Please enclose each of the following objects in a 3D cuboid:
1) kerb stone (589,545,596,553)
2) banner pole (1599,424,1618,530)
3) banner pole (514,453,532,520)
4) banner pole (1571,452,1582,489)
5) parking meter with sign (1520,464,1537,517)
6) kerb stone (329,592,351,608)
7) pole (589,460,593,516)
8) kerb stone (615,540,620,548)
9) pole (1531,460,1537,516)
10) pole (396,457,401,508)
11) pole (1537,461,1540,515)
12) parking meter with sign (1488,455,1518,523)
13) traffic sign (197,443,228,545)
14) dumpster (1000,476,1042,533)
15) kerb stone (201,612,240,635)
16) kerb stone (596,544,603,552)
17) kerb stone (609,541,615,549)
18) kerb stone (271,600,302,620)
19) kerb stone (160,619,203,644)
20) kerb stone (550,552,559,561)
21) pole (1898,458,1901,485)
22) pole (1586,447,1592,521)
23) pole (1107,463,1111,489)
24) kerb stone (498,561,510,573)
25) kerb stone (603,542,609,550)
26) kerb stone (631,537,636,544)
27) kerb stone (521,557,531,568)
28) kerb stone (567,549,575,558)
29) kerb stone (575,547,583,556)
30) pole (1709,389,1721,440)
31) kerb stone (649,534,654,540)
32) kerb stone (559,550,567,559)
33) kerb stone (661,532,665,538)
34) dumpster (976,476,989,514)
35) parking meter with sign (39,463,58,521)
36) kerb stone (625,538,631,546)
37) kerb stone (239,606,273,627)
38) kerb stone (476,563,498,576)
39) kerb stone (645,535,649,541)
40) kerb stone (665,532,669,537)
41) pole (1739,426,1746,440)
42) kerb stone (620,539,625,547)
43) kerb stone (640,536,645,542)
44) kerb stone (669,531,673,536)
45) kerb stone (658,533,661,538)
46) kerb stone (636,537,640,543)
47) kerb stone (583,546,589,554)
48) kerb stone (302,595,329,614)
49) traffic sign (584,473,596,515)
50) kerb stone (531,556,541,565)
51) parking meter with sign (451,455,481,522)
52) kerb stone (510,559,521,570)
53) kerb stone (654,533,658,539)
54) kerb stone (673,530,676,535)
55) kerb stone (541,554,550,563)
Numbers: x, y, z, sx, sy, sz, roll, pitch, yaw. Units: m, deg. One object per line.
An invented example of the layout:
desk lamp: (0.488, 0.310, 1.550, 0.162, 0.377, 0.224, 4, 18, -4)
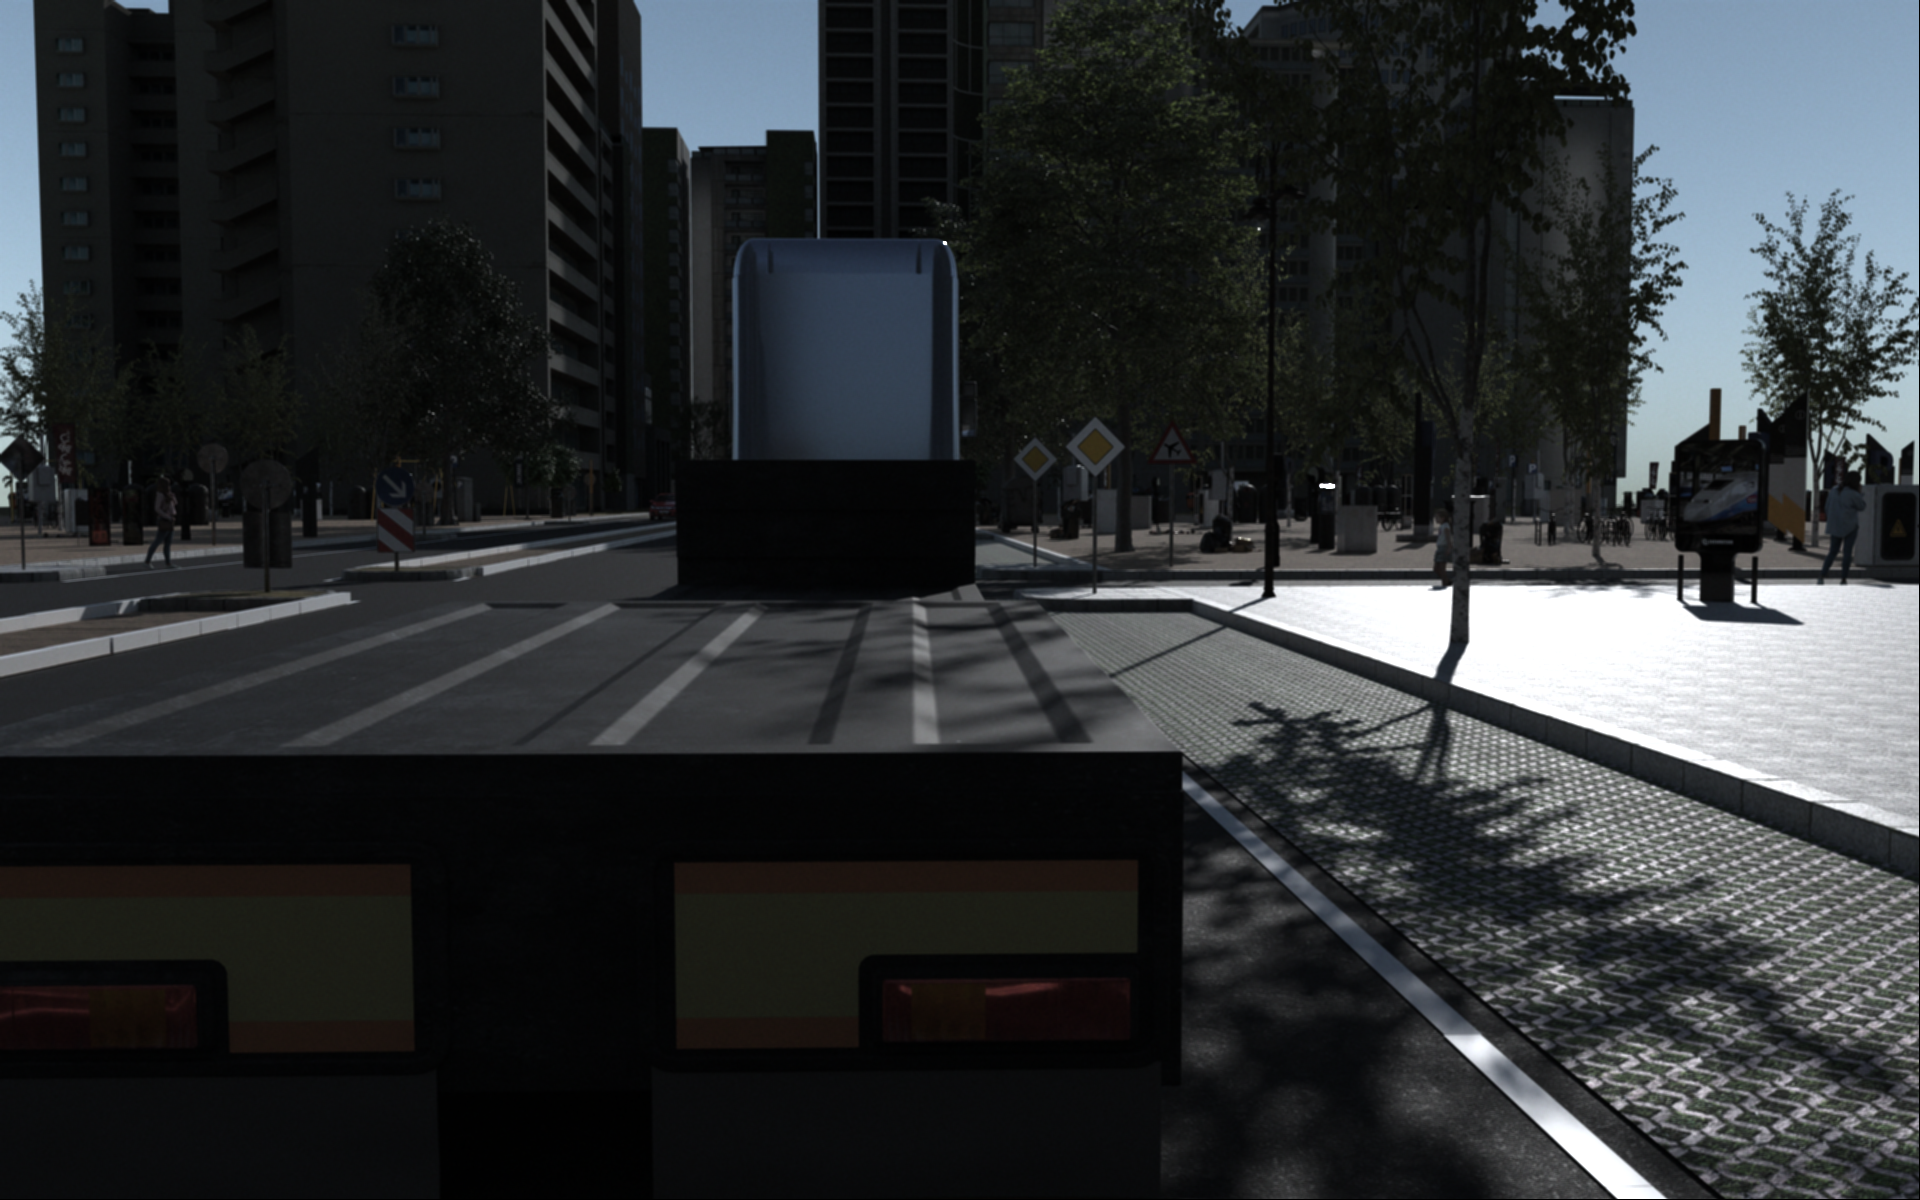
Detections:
kerb stone: (-9.054, -1.215, 42.137, 0.120, 0.150, 1.000, 0, 4, -3)
banner pole: (22.978, -4.380, 61.637, 0.863, 3.779, 0.401, 0, 4, -7)
banner pole: (-21.735, -5.874, 86.051, 0.863, 3.779, 0.401, -1, 4, -15)
banner pole: (36.552, -6.901, 102.849, 0.863, 3.779, 0.401, 0, 4, -6)
parking meter with sign: (32.688, -6.327, 99.705, 0.543, 3.016, 1.738, 0, 4, 3)
kerb stone: (-7.994, 0.006, 22.124, 0.120, 0.150, 1.000, 0, 4, -3)
pole: (-21.861, -6.659, 102.711, 0.158, 3.312, 0.155, 0, 3, 0)
kerb stone: (-9.272, -1.470, 46.226, 0.120, 0.150, 1.000, 0, 4, -3)
pole: (33.779, -6.630, 102.246, 0.158, 3.312, 0.155, 0, 3, 0)
pole: (-27.076, -5.486, 83.543, 0.158, 3.312, 0.155, 0, 3, 0)
pole: (35.503, -6.891, 106.507, 0.158, 3.312, 0.155, 0, 3, 0)
parking meter with sign: (23.624, -4.893, 76.254, 1.738, 3.016, 0.543, -1, 4, -18)
traffic sign: (-18.711, -2.647, 43.378, 0.768, 2.556, 0.104, 0, 4, -1)
dumpster: (2.025, -3.143, 57.147, 1.264, 1.857, 1.865, 0, 4, -3)
kerb stone: (-7.771, 0.255, 18.037, 0.120, 0.150, 1.000, 0, 4, -3)
kerb stone: (-9.098, -1.282, 43.161, 0.120, 0.150, 1.000, 0, 4, -3)
kerb stone: (-9.218, -1.407, 45.202, 0.120, 0.150, 1.000, 0, 4, -3)
kerb stone: (-7.881, 0.130, 20.078, 0.120, 0.150, 1.000, 0, 4, -3)
kerb stone: (-7.717, 0.317, 17.012, 0.120, 0.150, 1.000, 0, 4, -3)
kerb stone: (-8.774, -0.906, 37.010, 0.120, 0.150, 1.000, 0, 4, -3)
pole: (53.235, -6.376, 98.092, 0.158, 3.312, 0.155, 0, 3, 0)
pole: (26.472, -4.836, 72.912, 0.158, 3.312, 0.155, 0, 3, 0)
pole: (7.528, -5.746, 87.786, 0.158, 3.312, 0.155, 0, 3, 0)
kerb stone: (-8.504, -0.590, 31.891, 0.120, 0.150, 1.000, 0, 4, -3)
kerb stone: (-9.158, -1.343, 44.182, 0.120, 0.150, 1.000, 0, 4, -3)
kerb stone: (-9.437, -1.658, 49.311, 0.120, 0.150, 1.000, 0, 4, -3)
kerb stone: (-8.622, -0.719, 33.944, 0.120, 0.150, 1.000, 0, 4, -3)
kerb stone: (-8.896, -1.027, 39.063, 0.120, 0.150, 1.000, 0, 4, -3)
kerb stone: (-8.941, -1.095, 40.094, 0.120, 0.150, 1.000, 0, 4, -3)
pole: (14.612, -2.431, 33.584, 0.158, 3.312, 0.155, 0, 3, 0)
kerb stone: (-9.652, -1.907, 53.405, 0.120, 0.150, 1.000, 0, 4, -3)
kerb stone: (-8.843, -0.969, 38.039, 0.120, 0.150, 1.000, 0, 4, -3)
kerb stone: (-9.818, -2.097, 56.477, 0.120, 0.150, 1.000, 0, 4, -3)
dumpster: (0.621, -4.962, 83.620, 1.502, 2.255, 1.985, 0, 4, -3)
parking meter with sign: (-44.265, -5.370, 84.062, 1.738, 3.016, 0.543, 2, 4, 32)
kerb stone: (-9.376, -1.595, 48.278, 0.120, 0.150, 1.000, 0, 4, -3)
kerb stone: (-7.825, 0.192, 19.057, 0.120, 0.150, 1.000, 0, 4, -3)
kerb stone: (-8.447, -0.531, 30.870, 0.120, 0.150, 1.000, 0, 4, -3)
kerb stone: (-9.596, -1.844, 52.384, 0.120, 0.150, 1.000, 0, 4, -3)
kerb stone: (-9.868, -2.157, 57.512, 0.120, 0.150, 1.000, 0, 4, -3)
pole: (23.339, -3.542, 51.754, 0.158, 3.312, 0.155, 0, 3, 0)
kerb stone: (-9.332, -1.532, 47.246, 0.120, 0.150, 1.000, 0, 4, -3)
kerb stone: (-9.540, -1.784, 51.358, 0.120, 0.150, 1.000, 0, 4, -3)
kerb stone: (-9.918, -2.223, 58.533, 0.120, 0.150, 1.000, 0, 4, -3)
kerb stone: (-9.763, -2.034, 55.446, 0.120, 0.150, 1.000, 0, 4, -3)
kerb stone: (-9.493, -1.717, 50.332, 0.120, 0.150, 1.000, 0, 4, -3)
kerb stone: (-8.999, -1.157, 41.116, 0.120, 0.150, 1.000, 0, 4, -3)
kerb stone: (-7.934, 0.067, 21.104, 0.120, 0.150, 1.000, 0, 4, -3)
traffic sign: (-22.381, -6.396, 104.686, 0.768, 2.556, 0.104, 0, 4, 5)
kerb stone: (-8.667, -0.781, 34.965, 0.120, 0.150, 1.000, 0, 4, -3)
parking meter with sign: (-22.471, -5.040, 78.659, 0.543, 3.016, 1.738, 1, 4, 20)
kerb stone: (-8.564, -0.656, 32.923, 0.120, 0.150, 1.000, 0, 4, -3)
kerb stone: (-9.702, -1.971, 54.425, 0.120, 0.150, 1.000, 0, 4, -3)
kerb stone: (-9.976, -2.276, 59.555, 0.120, 0.150, 1.000, 0, 4, -3)
kerb stone: (-8.718, -0.835, 35.990, 0.120, 0.150, 1.000, 0, 4, -3)
